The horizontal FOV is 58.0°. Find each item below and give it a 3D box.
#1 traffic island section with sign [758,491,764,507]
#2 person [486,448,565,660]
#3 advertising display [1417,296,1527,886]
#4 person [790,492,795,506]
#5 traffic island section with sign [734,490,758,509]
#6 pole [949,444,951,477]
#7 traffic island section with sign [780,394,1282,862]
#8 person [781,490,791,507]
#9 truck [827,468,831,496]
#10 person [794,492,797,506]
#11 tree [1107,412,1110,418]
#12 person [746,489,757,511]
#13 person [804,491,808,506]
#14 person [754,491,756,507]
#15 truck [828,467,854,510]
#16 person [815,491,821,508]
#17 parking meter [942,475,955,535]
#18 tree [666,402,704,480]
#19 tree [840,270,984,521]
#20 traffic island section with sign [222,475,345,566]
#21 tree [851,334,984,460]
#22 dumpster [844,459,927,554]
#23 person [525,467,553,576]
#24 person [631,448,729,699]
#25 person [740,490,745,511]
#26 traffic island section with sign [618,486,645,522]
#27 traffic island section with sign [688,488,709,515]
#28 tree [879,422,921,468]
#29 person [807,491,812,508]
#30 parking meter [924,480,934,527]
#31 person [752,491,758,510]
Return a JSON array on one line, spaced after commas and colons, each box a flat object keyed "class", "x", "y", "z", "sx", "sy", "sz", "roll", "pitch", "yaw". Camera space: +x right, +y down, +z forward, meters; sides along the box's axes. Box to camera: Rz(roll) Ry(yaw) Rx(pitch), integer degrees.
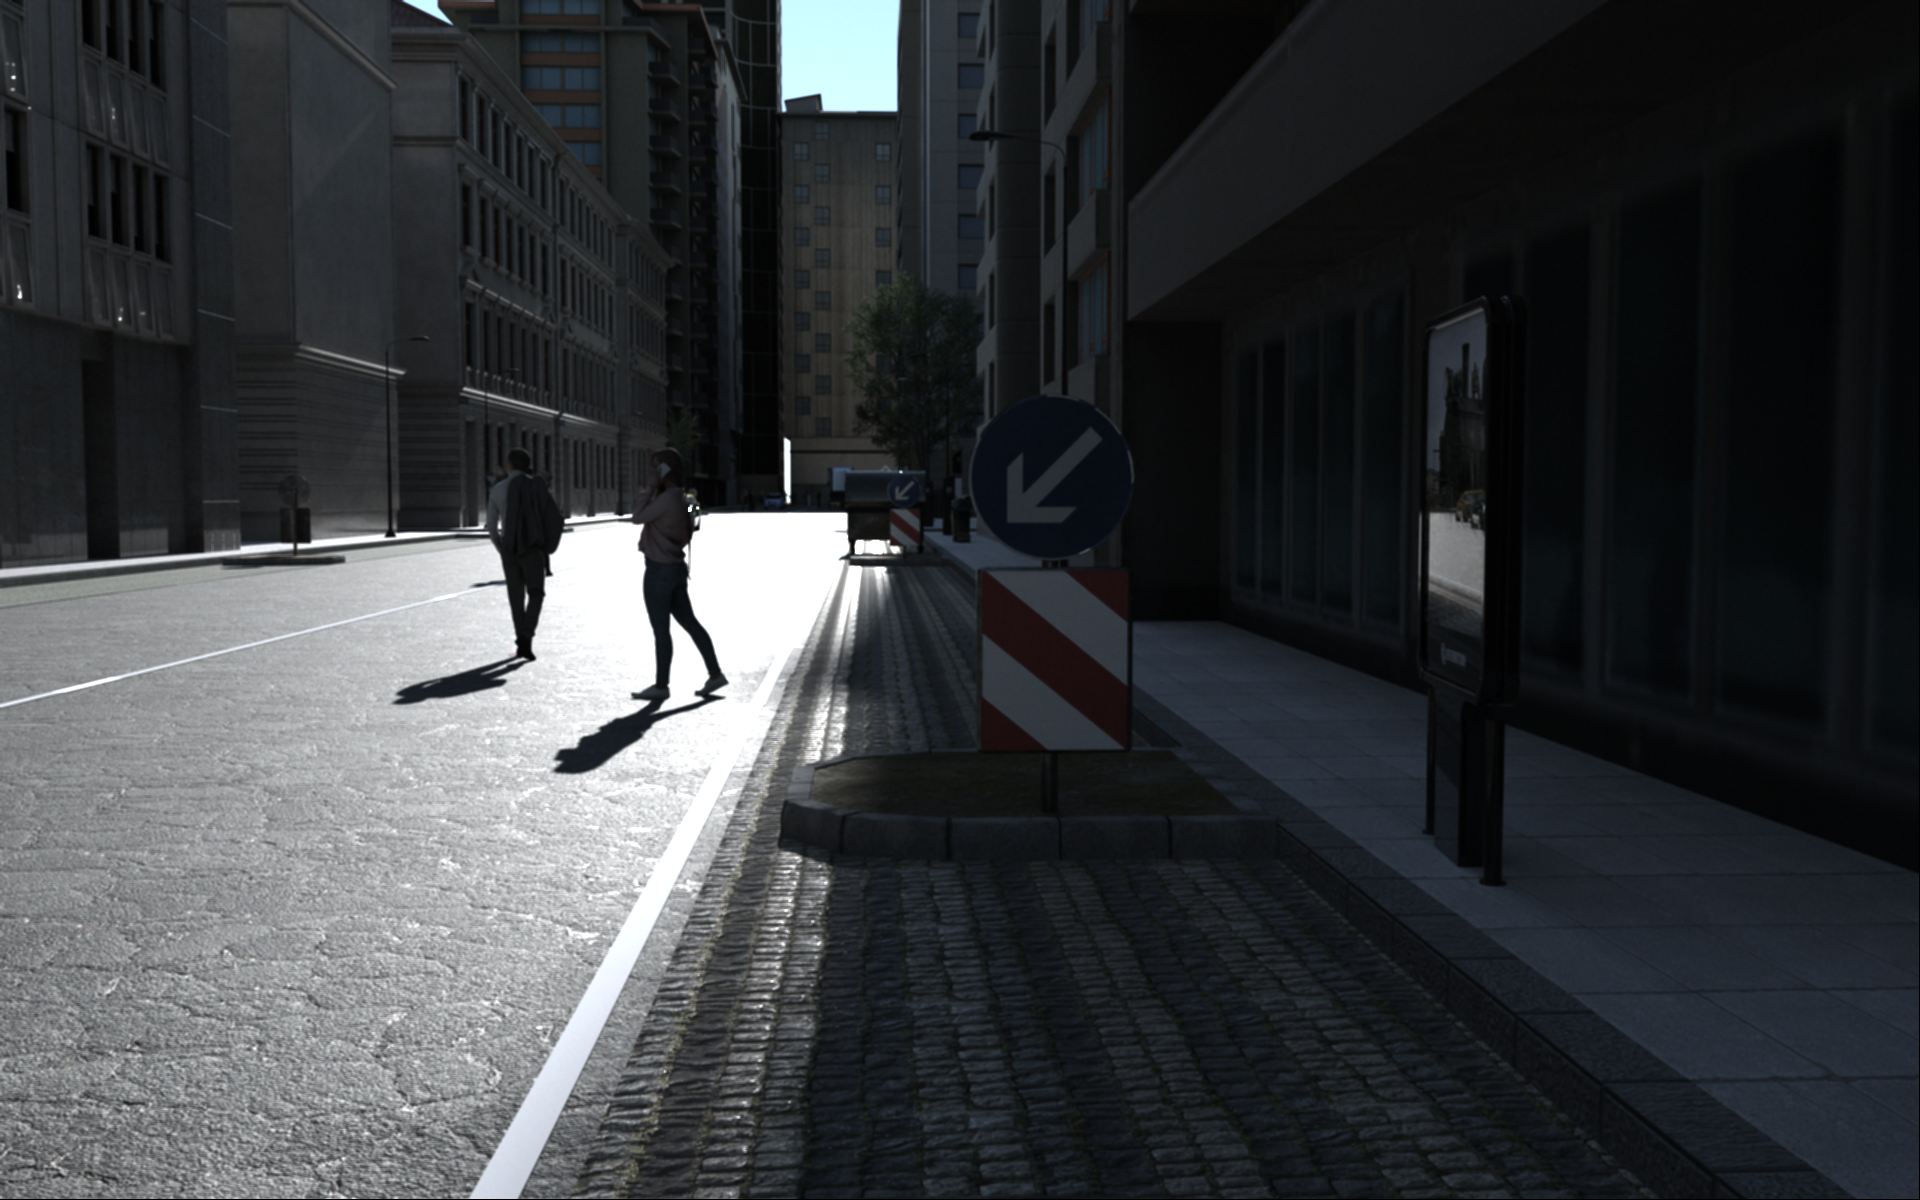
[{"class": "traffic island section with sign", "x": -22.137, "y": -11.315, "z": 193.621, "sx": 1.989, "sy": 1.847, "sz": 2.006, "roll": 0, "pitch": 4, "yaw": -3}, {"class": "person", "x": -3.790, "y": -0.400, "z": 15.136, "sx": 0.679, "sy": 1.850, "sz": 0.850, "roll": 0, "pitch": 4, "yaw": -4}, {"class": "advertising display", "x": 1.773, "y": -0.053, "z": 6.073, "sx": 0.123, "sy": 1.923, "sz": 0.974, "roll": 0, "pitch": 4, "yaw": 3}, {"class": "person", "x": -19.449, "y": -11.707, "z": 200.822, "sx": 0.541, "sy": 1.710, "sz": 0.530, "roll": 0, "pitch": 4, "yaw": 1}, {"class": "traffic island section with sign", "x": -20.702, "y": -9.655, "z": 166.490, "sx": 1.989, "sy": 1.847, "sz": 2.006, "roll": 0, "pitch": 4, "yaw": -3}, {"class": "pole", "x": -0.471, "y": -4.667, "z": 70.141, "sx": 0.158, "sy": 3.312, "sz": 0.155, "roll": 0, "pitch": 3, "yaw": 0}, {"class": "traffic island section with sign", "x": 0.221, "y": 0.059, "z": 7.661, "sx": 1.989, "sy": 1.847, "sz": 2.006, "roll": 0, "pitch": 4, "yaw": -3}, {"class": "person", "x": -18.678, "y": -10.781, "z": 184.749, "sx": 1.348, "sy": 1.826, "sz": 0.705, "roll": -2, "pitch": 4, "yaw": -26}, {"class": "truck", "x": -13.303, "y": -12.415, "z": 191.896, "sx": 2.839, "sy": 4.237, "sz": 11.283, "roll": 0, "pitch": 4, "yaw": -3}, {"class": "person", "x": -20.679, "y": -12.663, "z": 217.011, "sx": 0.415, "sy": 1.643, "sz": 0.593, "roll": -1, "pitch": 4, "yaw": -8}, {"class": "tree", "x": 2.772, "y": -1.724, "z": 22.795, "sx": 1.663, "sy": 3.219, "sz": 1.824, "roll": 0, "pitch": 3, "yaw": 0}, {"class": "person", "x": -17.525, "y": -8.360, "z": 145.212, "sx": 1.348, "sy": 1.821, "sz": 0.705, "roll": 3, "pitch": 4, "yaw": 38}, {"class": "person", "x": -18.197, "y": -12.047, "z": 205.550, "sx": 0.705, "sy": 1.814, "sz": 1.350, "roll": -2, "pitch": 4, "yaw": -25}, {"class": "person", "x": -20.802, "y": -10.185, "z": 175.735, "sx": 0.721, "sy": 1.736, "sz": 1.217, "roll": -2, "pitch": 4, "yaw": -27}, {"class": "truck", "x": -11.253, "y": -10.769, "z": 165.824, "sx": 2.967, "sy": 4.110, "sz": 18.799, "roll": 0, "pitch": 4, "yaw": -4}, {"class": "person", "x": -14.485, "y": -10.267, "z": 176.881, "sx": 0.721, "sy": 1.766, "sz": 1.217, "roll": 2, "pitch": 4, "yaw": 28}, {"class": "parking meter", "x": -0.365, "y": -2.957, "z": 54.051, "sx": 0.399, "sy": 1.863, "sz": 0.255, "roll": -1, "pitch": 4, "yaw": -8}, {"class": "tree", "x": -22.413, "y": -11.451, "z": 137.582, "sx": 4.737, "sy": 8.622, "sz": 4.395, "roll": 0, "pitch": 3, "yaw": 0}, {"class": "tree", "x": -1.882, "y": -9.541, "z": 81.745, "sx": 9.928, "sy": 11.665, "sz": 9.643, "roll": 0, "pitch": 3, "yaw": 0}, {"class": "traffic island section with sign", "x": -13.752, "y": -1.641, "z": 35.458, "sx": 1.989, "sy": 1.847, "sz": 2.006, "roll": 0, "pitch": 4, "yaw": -3}, {"class": "tree", "x": -2.365, "y": -10.091, "z": 99.401, "sx": 8.767, "sy": 10.594, "sz": 7.601, "roll": 1, "pitch": 4, "yaw": 10}, {"class": "dumpster", "x": -1.771, "y": -2.226, "z": 41.347, "sx": 1.985, "sy": 2.255, "sz": 1.502, "roll": 0, "pitch": 4, "yaw": -2}, {"class": "person", "x": -7.441, "y": -1.364, "z": 30.172, "sx": 0.648, "sy": 1.900, "sz": 0.474, "roll": -1, "pitch": 4, "yaw": -11}, {"class": "person", "x": -1.978, "y": -0.189, "z": 12.183, "sx": 0.643, "sy": 1.750, "sz": 0.593, "roll": 0, "pitch": 4, "yaw": 7}, {"class": "person", "x": -18.012, "y": -8.169, "z": 142.781, "sx": 0.721, "sy": 1.743, "sz": 1.217, "roll": 0, "pitch": 4, "yaw": -6}, {"class": "traffic island section with sign", "x": -16.640, "y": -4.976, "z": 89.980, "sx": 1.989, "sy": 1.847, "sz": 2.006, "roll": 0, "pitch": 4, "yaw": -3}, {"class": "traffic island section with sign", "x": -18.101, "y": -6.656, "z": 117.445, "sx": 1.989, "sy": 1.847, "sz": 2.006, "roll": 0, "pitch": 4, "yaw": -3}, {"class": "tree", "x": -4.723, "y": -11.916, "z": 145.185, "sx": 4.737, "sy": 8.622, "sz": 4.395, "roll": 0, "pitch": 3, "yaw": 0}, {"class": "person", "x": -15.103, "y": -10.061, "z": 173.663, "sx": 0.551, "sy": 1.740, "sz": 0.621, "roll": 0, "pitch": 4, "yaw": 7}, {"class": "parking meter", "x": -1.229, "y": -3.792, "z": 67.711, "sx": 0.399, "sy": 1.863, "sz": 0.255, "roll": 1, "pitch": 4, "yaw": 21}, {"class": "person", "x": -18.009, "y": -8.679, "z": 151.127, "sx": 0.721, "sy": 1.736, "sz": 1.217, "roll": 2, "pitch": 4, "yaw": 30}]
